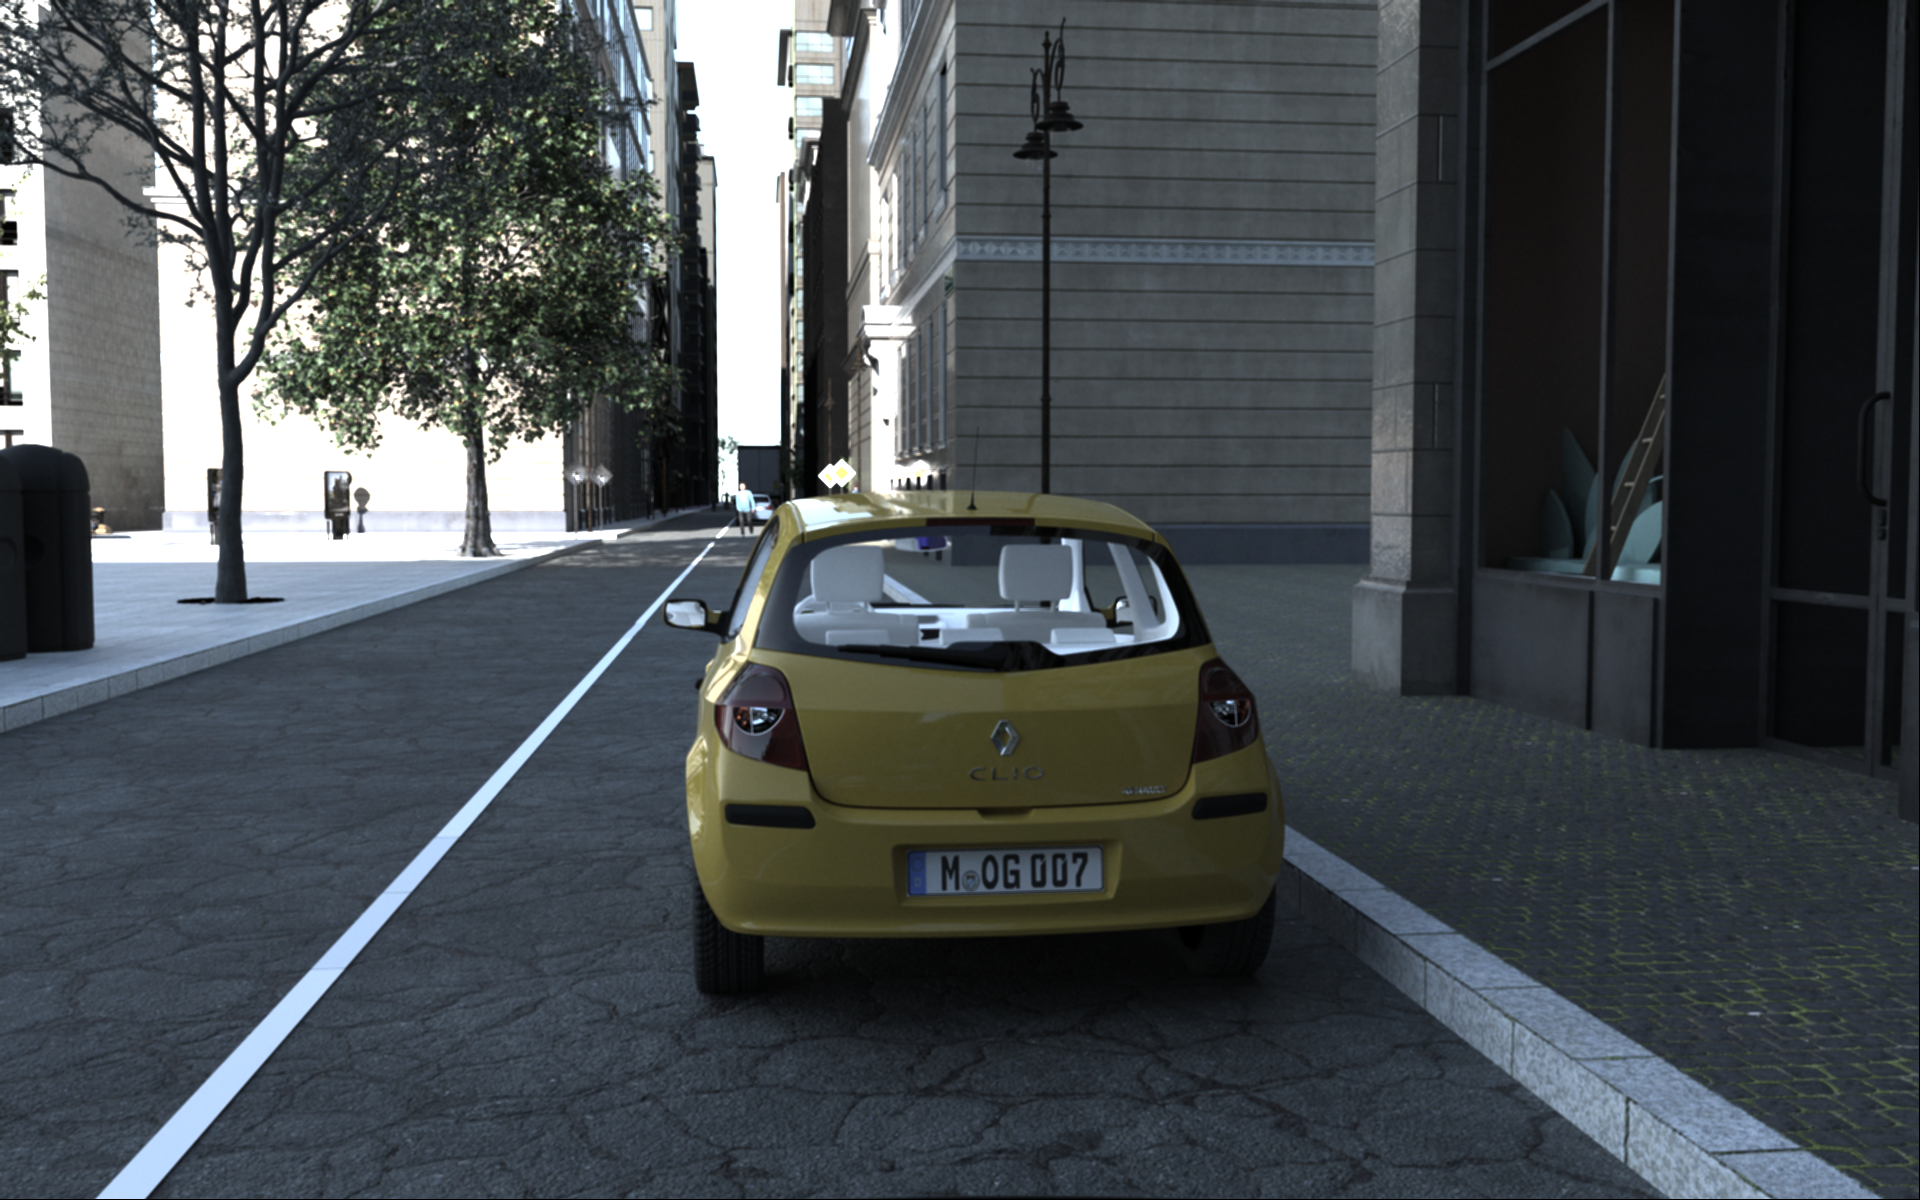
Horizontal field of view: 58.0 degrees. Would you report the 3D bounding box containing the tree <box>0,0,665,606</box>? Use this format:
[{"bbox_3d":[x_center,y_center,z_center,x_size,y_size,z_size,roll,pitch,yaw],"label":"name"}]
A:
[{"bbox_3d":[-8.468,-6.710,20.084,12.009,13.543,11.850,0,3,0],"label":"tree"}]

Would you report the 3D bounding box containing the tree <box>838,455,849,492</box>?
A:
[{"bbox_3d":[-4.591,-4.937,75.325,1.663,3.219,1.824,0,3,0],"label":"tree"}]

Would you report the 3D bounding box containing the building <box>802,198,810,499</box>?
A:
[{"bbox_3d":[-2.747,-16.584,100.820,12.332,23.373,15.834,0,4,-7],"label":"building"}]

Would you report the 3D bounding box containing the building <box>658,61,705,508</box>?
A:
[{"bbox_3d":[-36.933,-31.640,171.944,22.147,44.769,28.867,0,4,-7],"label":"building"}]

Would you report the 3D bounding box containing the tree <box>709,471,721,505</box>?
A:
[{"bbox_3d":[-30.606,-13.751,208.541,4.285,4.588,4.351,0,3,0],"label":"tree"}]

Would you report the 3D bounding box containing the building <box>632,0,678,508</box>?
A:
[{"bbox_3d":[-37.282,-33.890,143.339,28.713,52.752,27.495,0,4,-7],"label":"building"}]

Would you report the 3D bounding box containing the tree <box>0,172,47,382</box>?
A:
[{"bbox_3d":[-21.257,-5.253,36.249,4.737,8.622,4.395,0,3,0],"label":"tree"}]

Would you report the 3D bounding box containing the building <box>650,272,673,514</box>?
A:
[{"bbox_3d":[-27.406,-15.023,113.085,16.820,18.784,16.811,0,4,-7],"label":"building"}]

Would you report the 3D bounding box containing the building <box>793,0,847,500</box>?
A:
[{"bbox_3d":[-6.887,-28.238,145.289,14.154,41.232,14.086,0,4,-7],"label":"building"}]

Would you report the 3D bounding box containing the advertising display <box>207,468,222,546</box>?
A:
[{"bbox_3d":[-18.567,-2.333,43.359,0.123,1.923,0.974,0,4,-1],"label":"advertising display"}]

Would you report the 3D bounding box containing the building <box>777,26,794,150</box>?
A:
[{"bbox_3d":[-5.943,-37.067,195.288,28.713,52.752,27.495,0,4,-7],"label":"building"}]

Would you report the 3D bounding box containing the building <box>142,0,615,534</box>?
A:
[{"bbox_3d":[-20.282,-17.077,65.106,13.634,28.700,20.117,0,4,-7],"label":"building"}]

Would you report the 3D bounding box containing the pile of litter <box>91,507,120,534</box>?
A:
[{"bbox_3d":[-27.531,-2.519,55.143,1.719,0.858,1.176,0,4,6],"label":"pile of litter"}]

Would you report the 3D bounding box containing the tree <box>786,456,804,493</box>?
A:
[{"bbox_3d":[-11.992,-9.262,135.146,4.285,4.588,4.351,0,3,0],"label":"tree"}]

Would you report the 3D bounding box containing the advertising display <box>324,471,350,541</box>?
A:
[{"bbox_3d":[-17.254,-2.617,47.997,0.123,1.923,0.974,1,4,17],"label":"advertising display"}]

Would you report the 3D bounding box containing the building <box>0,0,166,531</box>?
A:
[{"bbox_3d":[-37.463,-12.438,58.109,16.860,20.320,10.420,0,4,-7],"label":"building"}]

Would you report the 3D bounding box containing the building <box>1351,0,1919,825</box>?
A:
[{"bbox_3d":[7.252,-9.758,10.459,10.553,20.767,40.483,0,4,-7],"label":"building"}]

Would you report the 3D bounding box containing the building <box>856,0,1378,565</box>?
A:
[{"bbox_3d":[4.891,-15.565,40.391,13.634,28.700,20.117,0,4,-7],"label":"building"}]

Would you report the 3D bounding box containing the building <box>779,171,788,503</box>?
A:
[{"bbox_3d":[-17.425,-35.761,234.807,14.600,45.320,14.200,0,4,-7],"label":"building"}]

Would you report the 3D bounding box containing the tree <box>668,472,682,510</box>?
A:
[{"bbox_3d":[-21.555,-8.234,129.233,1.663,3.219,1.824,0,3,0],"label":"tree"}]

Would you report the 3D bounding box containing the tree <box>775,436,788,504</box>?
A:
[{"bbox_3d":[-22.605,-16.608,221.899,4.737,8.622,4.395,0,3,0],"label":"tree"}]

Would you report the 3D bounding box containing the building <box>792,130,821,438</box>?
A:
[{"bbox_3d":[-4.374,-20.399,120.917,14.401,28.519,23.554,0,4,-7],"label":"building"}]

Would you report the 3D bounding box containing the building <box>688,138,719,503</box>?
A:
[{"bbox_3d":[-44.327,-37.588,238.264,21.300,48.544,21.600,0,4,-7],"label":"building"}]

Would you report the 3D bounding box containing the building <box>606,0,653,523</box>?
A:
[{"bbox_3d":[-22.428,-19.108,89.908,11.434,29.767,29.804,0,4,-7],"label":"building"}]

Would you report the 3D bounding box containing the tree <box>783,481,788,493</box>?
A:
[{"bbox_3d":[-21.337,-13.611,217.139,1.663,3.219,1.824,0,3,0],"label":"tree"}]

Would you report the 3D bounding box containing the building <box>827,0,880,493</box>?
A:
[{"bbox_3d":[10.257,-14.298,67.056,30.059,22.955,16.112,0,4,-7],"label":"building"}]

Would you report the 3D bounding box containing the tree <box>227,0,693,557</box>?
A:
[{"bbox_3d":[-10.031,-7.234,35.278,9.611,12.733,9.660,0,3,0],"label":"tree"}]

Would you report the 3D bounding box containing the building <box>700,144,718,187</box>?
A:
[{"bbox_3d":[-51.094,-41.148,262.014,28.713,52.752,27.495,0,4,-7],"label":"building"}]

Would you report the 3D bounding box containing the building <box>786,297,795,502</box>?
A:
[{"bbox_3d":[-2.687,-19.756,168.047,27.650,21.520,28.899,0,4,-7],"label":"building"}]

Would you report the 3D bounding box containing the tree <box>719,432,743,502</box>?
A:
[{"bbox_3d":[-39.663,-22.263,289.748,9.928,11.665,9.643,0,3,0],"label":"tree"}]

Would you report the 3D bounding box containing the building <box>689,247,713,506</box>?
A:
[{"bbox_3d":[-35.437,-25.838,194.148,14.160,30.474,14.107,0,4,-7],"label":"building"}]
